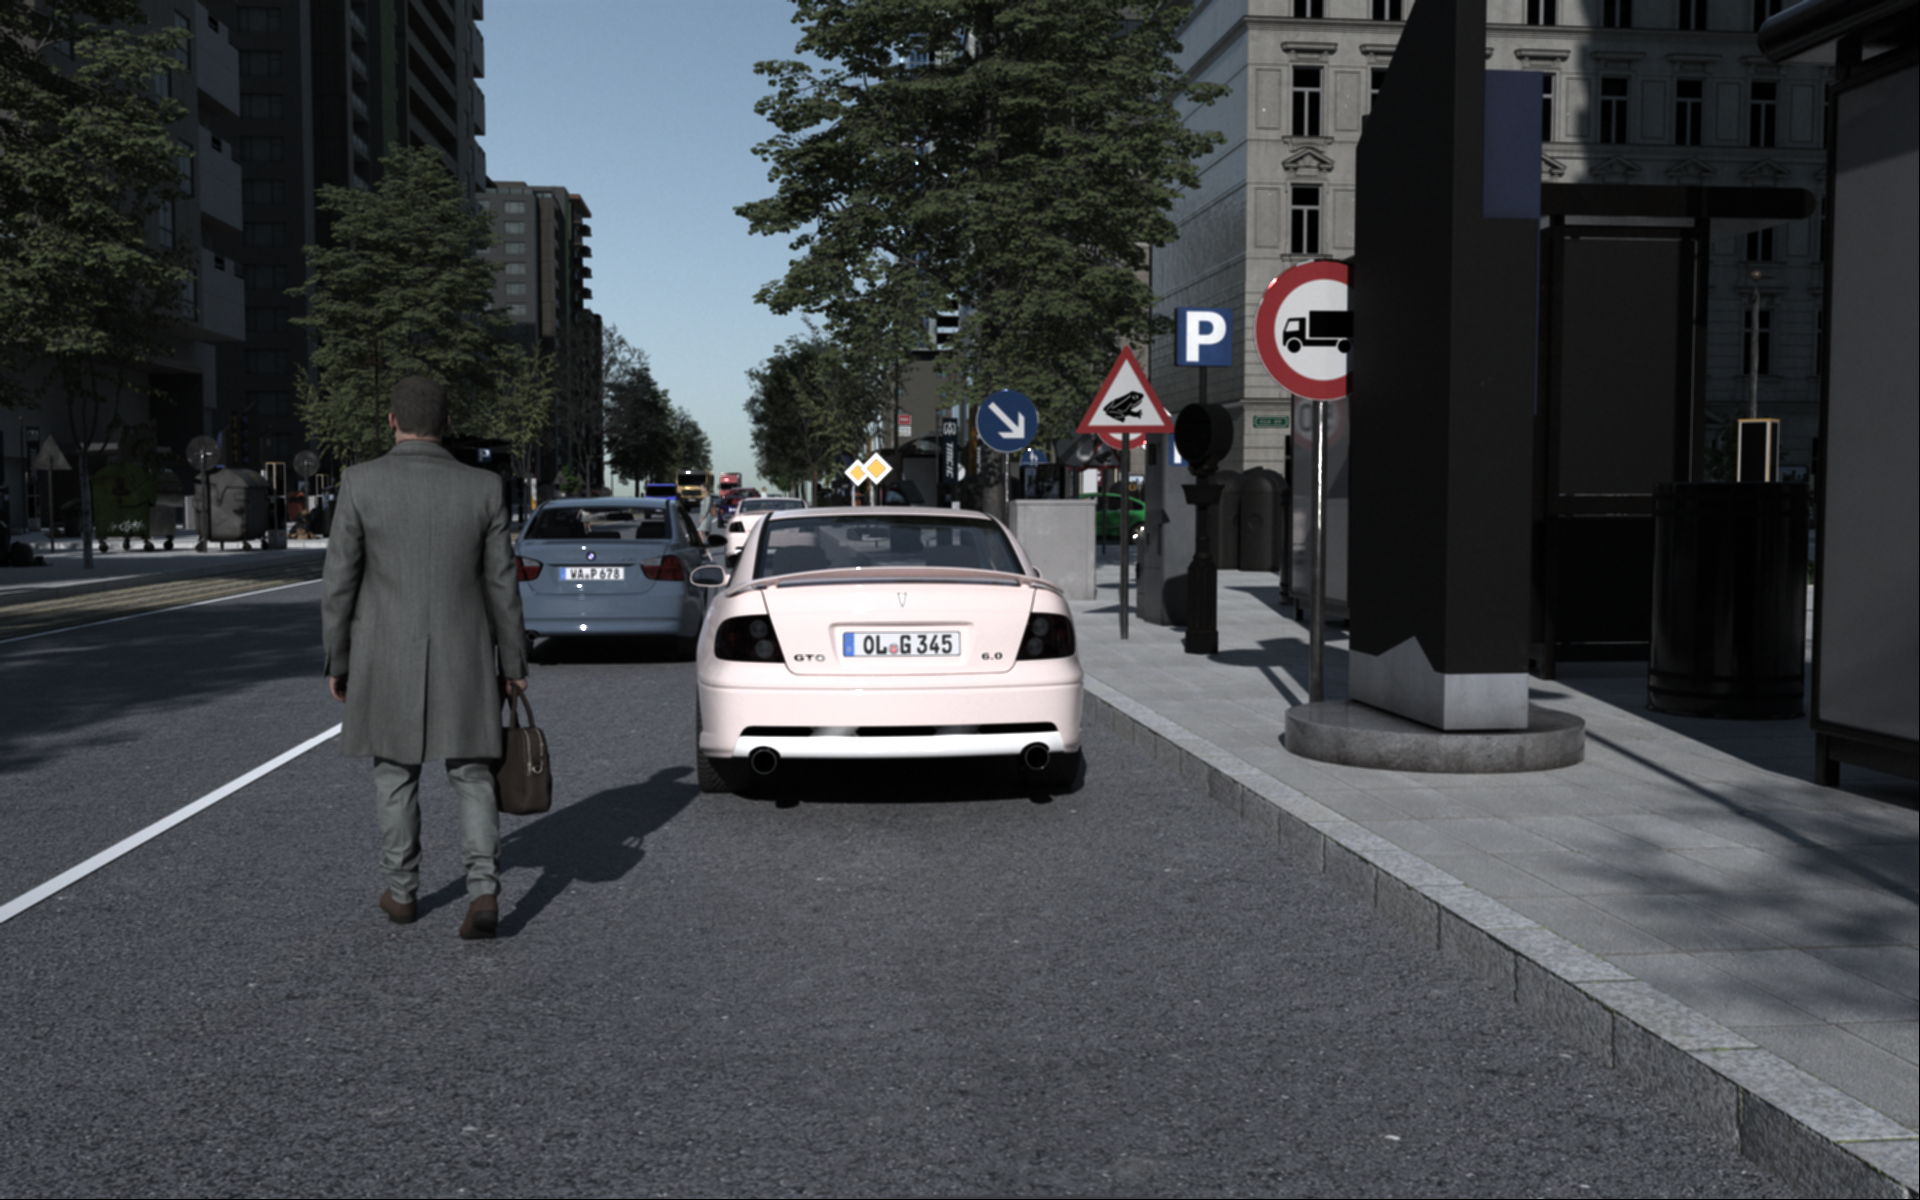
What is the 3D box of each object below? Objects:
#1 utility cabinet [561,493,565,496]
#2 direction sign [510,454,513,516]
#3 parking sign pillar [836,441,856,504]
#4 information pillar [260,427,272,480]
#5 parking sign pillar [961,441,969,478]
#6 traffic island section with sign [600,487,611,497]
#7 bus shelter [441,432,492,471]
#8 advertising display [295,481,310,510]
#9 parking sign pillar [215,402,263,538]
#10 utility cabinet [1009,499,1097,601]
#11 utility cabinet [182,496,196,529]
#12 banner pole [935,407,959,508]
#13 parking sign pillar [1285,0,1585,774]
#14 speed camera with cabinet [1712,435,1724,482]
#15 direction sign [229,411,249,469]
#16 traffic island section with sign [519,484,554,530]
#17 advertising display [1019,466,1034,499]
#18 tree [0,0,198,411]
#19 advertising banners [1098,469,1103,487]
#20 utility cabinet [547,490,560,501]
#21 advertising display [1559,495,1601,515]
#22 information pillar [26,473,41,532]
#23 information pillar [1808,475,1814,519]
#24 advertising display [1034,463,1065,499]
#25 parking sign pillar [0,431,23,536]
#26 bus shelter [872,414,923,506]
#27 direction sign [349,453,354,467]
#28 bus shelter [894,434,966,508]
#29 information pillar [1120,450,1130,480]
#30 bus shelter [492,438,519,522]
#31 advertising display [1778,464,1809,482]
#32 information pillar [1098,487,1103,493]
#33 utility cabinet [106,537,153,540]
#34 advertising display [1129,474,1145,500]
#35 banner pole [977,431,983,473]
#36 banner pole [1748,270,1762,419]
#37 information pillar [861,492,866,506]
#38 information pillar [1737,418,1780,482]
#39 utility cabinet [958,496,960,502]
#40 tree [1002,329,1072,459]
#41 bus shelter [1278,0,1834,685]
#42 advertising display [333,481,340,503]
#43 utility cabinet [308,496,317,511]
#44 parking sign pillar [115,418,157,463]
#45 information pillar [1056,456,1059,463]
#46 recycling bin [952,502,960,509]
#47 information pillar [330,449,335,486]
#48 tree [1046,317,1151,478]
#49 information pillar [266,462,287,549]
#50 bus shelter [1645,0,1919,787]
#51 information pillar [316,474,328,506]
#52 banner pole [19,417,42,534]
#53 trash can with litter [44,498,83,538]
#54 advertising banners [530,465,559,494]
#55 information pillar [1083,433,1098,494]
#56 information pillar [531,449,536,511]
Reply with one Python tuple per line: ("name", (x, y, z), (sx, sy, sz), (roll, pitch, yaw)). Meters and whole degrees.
("utility cabinet", (-26.190, -6.431, 113.818), (0.318, 1.500, 1.173), (-2, 4, -23))
("direction sign", (-26.174, -6.647, 100.678), (0.379, 3.537, 0.876), (-1, 4, -18))
("parking sign pillar", (-5.725, -6.032, 87.103), (1.447, 3.967, 1.447), (-3, 4, -36))
("information pillar", (-23.983, -4.195, 59.948), (0.183, 3.616, 0.504), (1, 4, 17))
("parking sign pillar", (0.478, -5.476, 78.003), (1.447, 3.967, 1.447), (-2, 4, -25))
("traffic island section with sign", (-19.824, -5.409, 97.070), (1.989, 1.847, 2.006), (0, 4, -6))
("bus shelter", (-20.048, -4.730, 68.615), (1.731, 3.624, 6.357), (0, 4, -7))
("advertising display", (-31.682, -4.788, 83.497), (0.123, 1.923, 0.974), (1, 4, 13))
("parking sign pillar", (-20.995, -3.781, 50.284), (1.447, 3.967, 1.447), (1, 4, 18))
("utility cabinet", (1.115, -0.595, 20.898), (1.020, 1.237, 0.306), (-1, 4, -15))
("utility cabinet", (-28.216, -3.233, 64.020), (0.306, 1.237, 1.020), (2, 4, 26))
("banner pole", (-0.439, -3.675, 50.108), (0.863, 3.779, 0.401), (-1, 4, -21))
("parking sign pillar", (2.355, -1.227, 8.535), (1.447, 3.967, 1.447), (0, 4, -7))
("speed camera with cabinet", (25.780, -3.864, 57.516), (0.660, 3.252, 2.038), (0, 4, -7))
("direction sign", (-19.762, -3.398, 47.557), (0.379, 3.537, 0.876), (0, 4, 8))
("traffic island section with sign", (-16.747, -3.762, 70.133), (1.989, 1.847, 2.006), (0, 4, -6))
("advertising display", (1.562, -2.099, 39.527), (0.123, 1.923, 0.974), (1, 4, 20))
("tree", (-13.772, -6.364, 22.175), (7.486, 12.596, 7.792), (0, 3, 0))
("advertising banners", (5.713, -4.080, 62.895), (2.074, 3.025, 0.090), (1, 4, 16))
("utility cabinet", (-21.270, -4.999, 90.408), (0.318, 1.500, 1.173), (0, 4, 1))
("advertising display", (13.301, -1.955, 37.177), (0.974, 1.923, 0.123), (3, 5, 40))
("information pillar", (-31.642, -3.343, 59.147), (0.304, 2.012, 0.304), (0, 4, -2))
("information pillar", (31.952, -3.718, 65.286), (0.304, 2.012, 0.304), (-2, 4, -33))
("advertising display", (1.916, -1.915, 36.521), (0.123, 1.923, 0.974), (-2, 4, -26))
("parking sign pillar", (-29.869, -3.980, 53.551), (1.447, 3.967, 1.447), (-2, 4, -32))
("bus shelter", (-3.204, -6.514, 84.140), (2.179, 5.291, 8.768), (0, 4, -7))
("direction sign", (-33.384, -6.306, 95.102), (0.379, 3.537, 0.876), (0, 4, -5))
("bus shelter", (-1.110, -4.124, 61.350), (2.014, 3.302, 5.546), (0, 4, -7))
("information pillar", (6.229, -4.542, 65.611), (0.183, 3.616, 0.504), (-3, 5, -40))
("bus shelter", (-20.524, -5.159, 75.631), (1.731, 3.624, 6.357), (0, 4, -7))
("advertising display", (17.955, -1.982, 37.625), (0.974, 1.923, 0.123), (-1, 4, -13))
("information pillar", (5.924, -4.283, 74.513), (0.304, 2.012, 0.304), (-2, 4, -32))
("utility cabinet", (-23.198, -2.425, 48.332), (1.173, 1.500, 0.318), (-3, 4, -38))
("advertising display", (5.713, -3.164, 56.950), (0.974, 1.923, 0.123), (-3, 5, -45))
("banner pole", (0.686, -3.942, 54.465), (0.863, 3.779, 0.401), (-3, 5, -40))
("banner pole", (8.814, -1.788, 19.252), (0.401, 3.779, 0.863), (1, 4, 21))
("information pillar", (-5.544, -5.745, 98.429), (0.304, 2.012, 0.304), (1, 4, 9))
("information pillar", (7.833, -0.768, 17.042), (0.304, 2.012, 0.304), (3, 5, 41))
("utility cabinet", (0.356, -3.267, 64.585), (0.306, 1.237, 1.020), (3, 4, 36))
("tree", (2.825, -7.536, 73.575), (4.737, 8.622, 4.395), (0, 3, 0))
("bus shelter", (4.342, -2.352, 16.087), (2.179, 5.291, 8.768), (0, 4, -6))
("advertising display", (-31.355, -5.053, 87.826), (0.123, 1.923, 0.974), (2, 4, 30))
("utility cabinet", (-27.023, -3.746, 72.408), (0.306, 1.237, 1.020), (-1, 4, -13))
("parking sign pillar", (-29.150, -4.456, 61.333), (1.447, 3.967, 1.447), (3, 5, 40))
("information pillar", (5.255, -6.254, 93.599), (0.183, 3.616, 0.504), (-1, 4, -11))
("recycling bin", (-0.019, -2.779, 57.991), (0.722, 1.027, 0.722), (2, 4, 34))
("information pillar", (-32.368, -5.996, 89.394), (0.183, 3.616, 0.504), (-2, 4, -34))
("tree", (5.232, -7.186, 67.853), (4.360, 8.622, 3.978), (0, 3, 0))
("information pillar", (-15.905, -2.191, 40.314), (0.304, 2.012, 0.304), (2, 4, 33))
("bus shelter", (4.730, -1.744, 6.144), (2.179, 5.291, 8.768), (0, 4, -7))
("information pillar", (-23.892, -3.697, 64.938), (0.304, 2.012, 0.304), (1, 4, 21))
("banner pole", (-30.221, -4.051, 56.249), (0.401, 3.779, 0.863), (2, 4, 27))
("trash can with litter", (-26.189, -2.405, 50.701), (0.624, 1.170, 1.055), (2, 4, 32))
("advertising banners", (-25.016, -6.608, 104.222), (2.074, 3.025, 0.090), (1, 4, 23))
("information pillar", (4.083, -3.832, 54.004), (0.504, 3.616, 0.183), (2, 4, 30))
("information pillar", (-22.281, -6.066, 90.535), (0.183, 3.616, 0.504), (-3, 4, -36))
